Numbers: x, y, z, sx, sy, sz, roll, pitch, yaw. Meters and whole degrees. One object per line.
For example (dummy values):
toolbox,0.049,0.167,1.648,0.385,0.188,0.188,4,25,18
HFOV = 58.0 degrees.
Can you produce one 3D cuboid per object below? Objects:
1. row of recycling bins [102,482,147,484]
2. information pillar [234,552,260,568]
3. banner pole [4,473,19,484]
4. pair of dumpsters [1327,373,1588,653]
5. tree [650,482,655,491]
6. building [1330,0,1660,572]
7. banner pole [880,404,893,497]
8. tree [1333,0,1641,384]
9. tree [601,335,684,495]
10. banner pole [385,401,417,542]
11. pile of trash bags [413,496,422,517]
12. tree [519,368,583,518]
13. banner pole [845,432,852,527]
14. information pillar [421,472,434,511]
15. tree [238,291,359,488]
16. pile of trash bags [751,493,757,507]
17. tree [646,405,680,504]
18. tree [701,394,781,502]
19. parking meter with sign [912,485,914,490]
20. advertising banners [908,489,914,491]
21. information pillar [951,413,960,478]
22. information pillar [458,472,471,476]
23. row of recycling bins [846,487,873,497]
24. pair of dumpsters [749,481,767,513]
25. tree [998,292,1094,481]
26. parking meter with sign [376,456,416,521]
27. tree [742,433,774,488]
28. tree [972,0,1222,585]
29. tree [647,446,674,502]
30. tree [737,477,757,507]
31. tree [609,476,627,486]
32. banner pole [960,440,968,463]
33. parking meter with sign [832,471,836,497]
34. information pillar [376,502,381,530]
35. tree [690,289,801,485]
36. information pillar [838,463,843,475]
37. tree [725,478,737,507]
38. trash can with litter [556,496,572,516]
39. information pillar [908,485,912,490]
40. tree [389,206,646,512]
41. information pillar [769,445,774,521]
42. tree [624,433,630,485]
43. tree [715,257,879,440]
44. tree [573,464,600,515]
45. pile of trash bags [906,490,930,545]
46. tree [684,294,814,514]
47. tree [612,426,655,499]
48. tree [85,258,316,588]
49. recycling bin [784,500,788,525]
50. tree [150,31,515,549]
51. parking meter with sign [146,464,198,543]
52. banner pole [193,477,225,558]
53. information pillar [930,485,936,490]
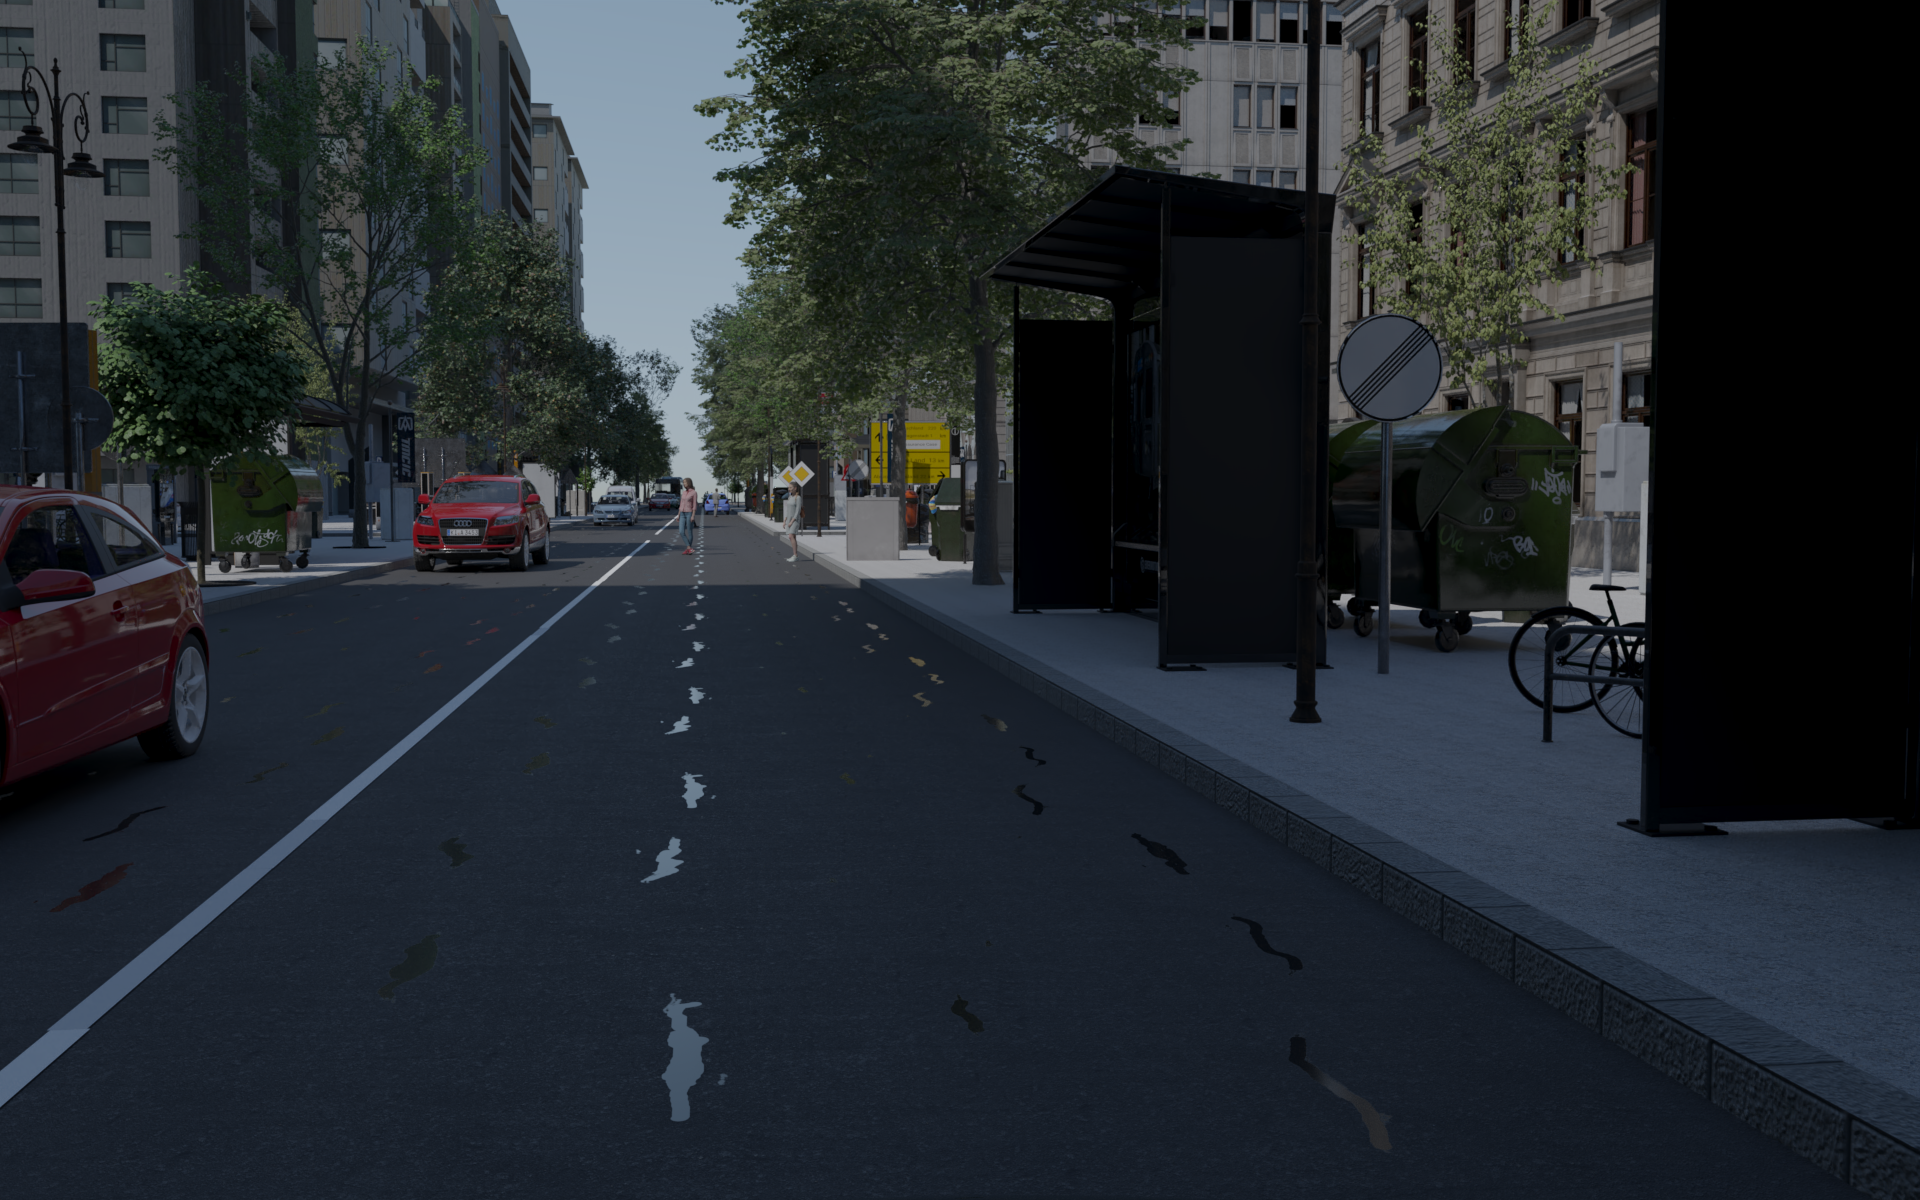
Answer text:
row of recycling bins,-28.950,-3.218,59.730,1.069,1.692,3.534,2,4,24
information pillar,-12.388,-1.562,30.038,0.304,2.012,0.304,1,4,11
banner pole,-16.721,-2.486,30.666,0.863,3.779,0.401,1,4,21
pair of dumpsters,4.053,-0.826,15.991,1.574,2.255,4.437,-1,4,-8
tree,-49.931,-20.473,285.101,4.360,8.622,3.978,0,3,0
building,15.015,-10.329,33.511,10.561,19.102,19.286,-1,4,-8
banner pole,-1.921,-3.507,47.358,0.863,3.779,0.401,0,4,4
tree,7.743,-4.603,25.617,4.737,8.622,4.395,0,3,0
tree,-39.695,-21.445,206.514,12.611,20.169,13.585,0,3,0
banner pole,-15.036,-3.457,46.532,0.863,3.779,0.401,-2,4,-24
pile of trash bags,-29.605,-5.207,94.888,1.912,1.369,3.447,1,4,15
tree,-21.916,-8.801,94.256,4.737,8.622,4.395,0,3,0
banner pole,-4.312,-4.783,68.219,0.401,3.779,0.863,0,4,4
information pillar,-17.991,-3.306,58.539,0.304,2.012,0.304,1,4,16
tree,-24.907,-6.817,61.823,4.737,8.622,4.395,0,3,0
pile of trash bags,-12.134,-6.366,113.842,3.447,1.369,1.912,-3,4,-36
tree,-26.148,-12.517,121.657,9.611,12.733,9.660,0,3,0
tree,-15.255,-11.883,128.697,8.767,10.594,7.601,0,4,-2
parking meter with sign,-2.900,-7.298,115.583,0.543,3.016,1.738,-1,4,-18
advertising banners,-1.445,-3.264,49.553,0.090,3.025,2.074,-1,4,-8
information pillar,-0.211,-3.557,49.516,0.504,3.616,0.183,0,4,2
information pillar,-16.706,-3.302,58.475,0.304,2.012,0.304,3,4,36
row of recycling bins,-5.631,-6.112,107.036,3.534,1.692,1.069,1,4,17
pair of dumpsters,-13.678,-7.136,119.162,1.574,2.255,4.437,-1,4,-9
tree,2.812,-6.173,51.299,4.737,8.622,4.395,0,3,0
parking meter with sign,-26.346,-5.181,80.974,0.543,3.016,1.738,3,5,42
tree,-16.329,-11.647,140.796,4.737,8.622,4.395,0,3,0
tree,-0.035,-6.484,24.139,7.486,12.596,7.792,0,3,0
tree,-42.801,-18.598,238.483,7.601,10.594,8.767,0,4,3
tree,-19.875,-10.438,165.267,1.663,3.219,1.824,0,3,0
tree,-31.018,-9.935,157.044,1.663,3.219,1.824,0,3,0
banner pole,0.167,-5.544,80.657,0.401,3.779,0.863,-2,4,-33
parking meter with sign,-9.232,-8.168,129.801,0.543,3.016,1.738,-1,4,-9
information pillar,-20.711,-3.519,62.028,0.304,2.012,0.304,2,4,30
tree,-17.130,-18.225,153.875,12.611,20.169,13.585,0,3,0
information pillar,-8.567,-8.052,123.005,0.504,3.616,0.183,-1,4,-9
tree,-23.021,-11.236,178.317,1.663,3.219,1.824,0,3,0
trash can with litter,-22.725,-5.362,99.059,0.624,1.170,1.055,3,4,39
information pillar,-3.373,-7.024,119.336,0.304,2.012,0.304,3,5,41
tree,-18.004,-9.310,69.219,9.611,12.733,9.660,0,3,0
information pillar,-9.072,-5.624,83.303,0.183,3.616,0.504,-1,4,-11
tree,-35.905,-16.810,192.969,7.486,12.596,7.792,0,3,0
tree,-6.967,-9.175,75.759,9.928,11.665,9.643,0,3,0
tree,-23.317,-6.908,107.547,1.663,3.219,1.824,0,3,0
pile of trash bags,-1.647,-2.130,44.582,1.912,1.369,3.447,-1,4,-17
tree,-12.679,-12.478,110.670,9.857,13.997,8.962,0,3,0
tree,-29.742,-12.389,152.917,4.737,8.622,4.395,0,3,0
tree,-10.680,-2.477,24.205,4.285,4.588,4.351,0,3,0
recycling bin,-6.786,-3.599,71.397,0.722,1.027,0.722,2,4,31
tree,-14.230,-7.010,40.371,9.928,11.665,9.643,0,3,0
parking meter with sign,-20.756,-2.981,45.003,1.738,3.016,0.543,-1,4,-21
banner pole,-14.914,-2.718,34.458,0.401,3.779,0.863,2,4,25
information pillar,-1.289,-4.982,85.939,0.304,2.012,0.304,2,4,35
